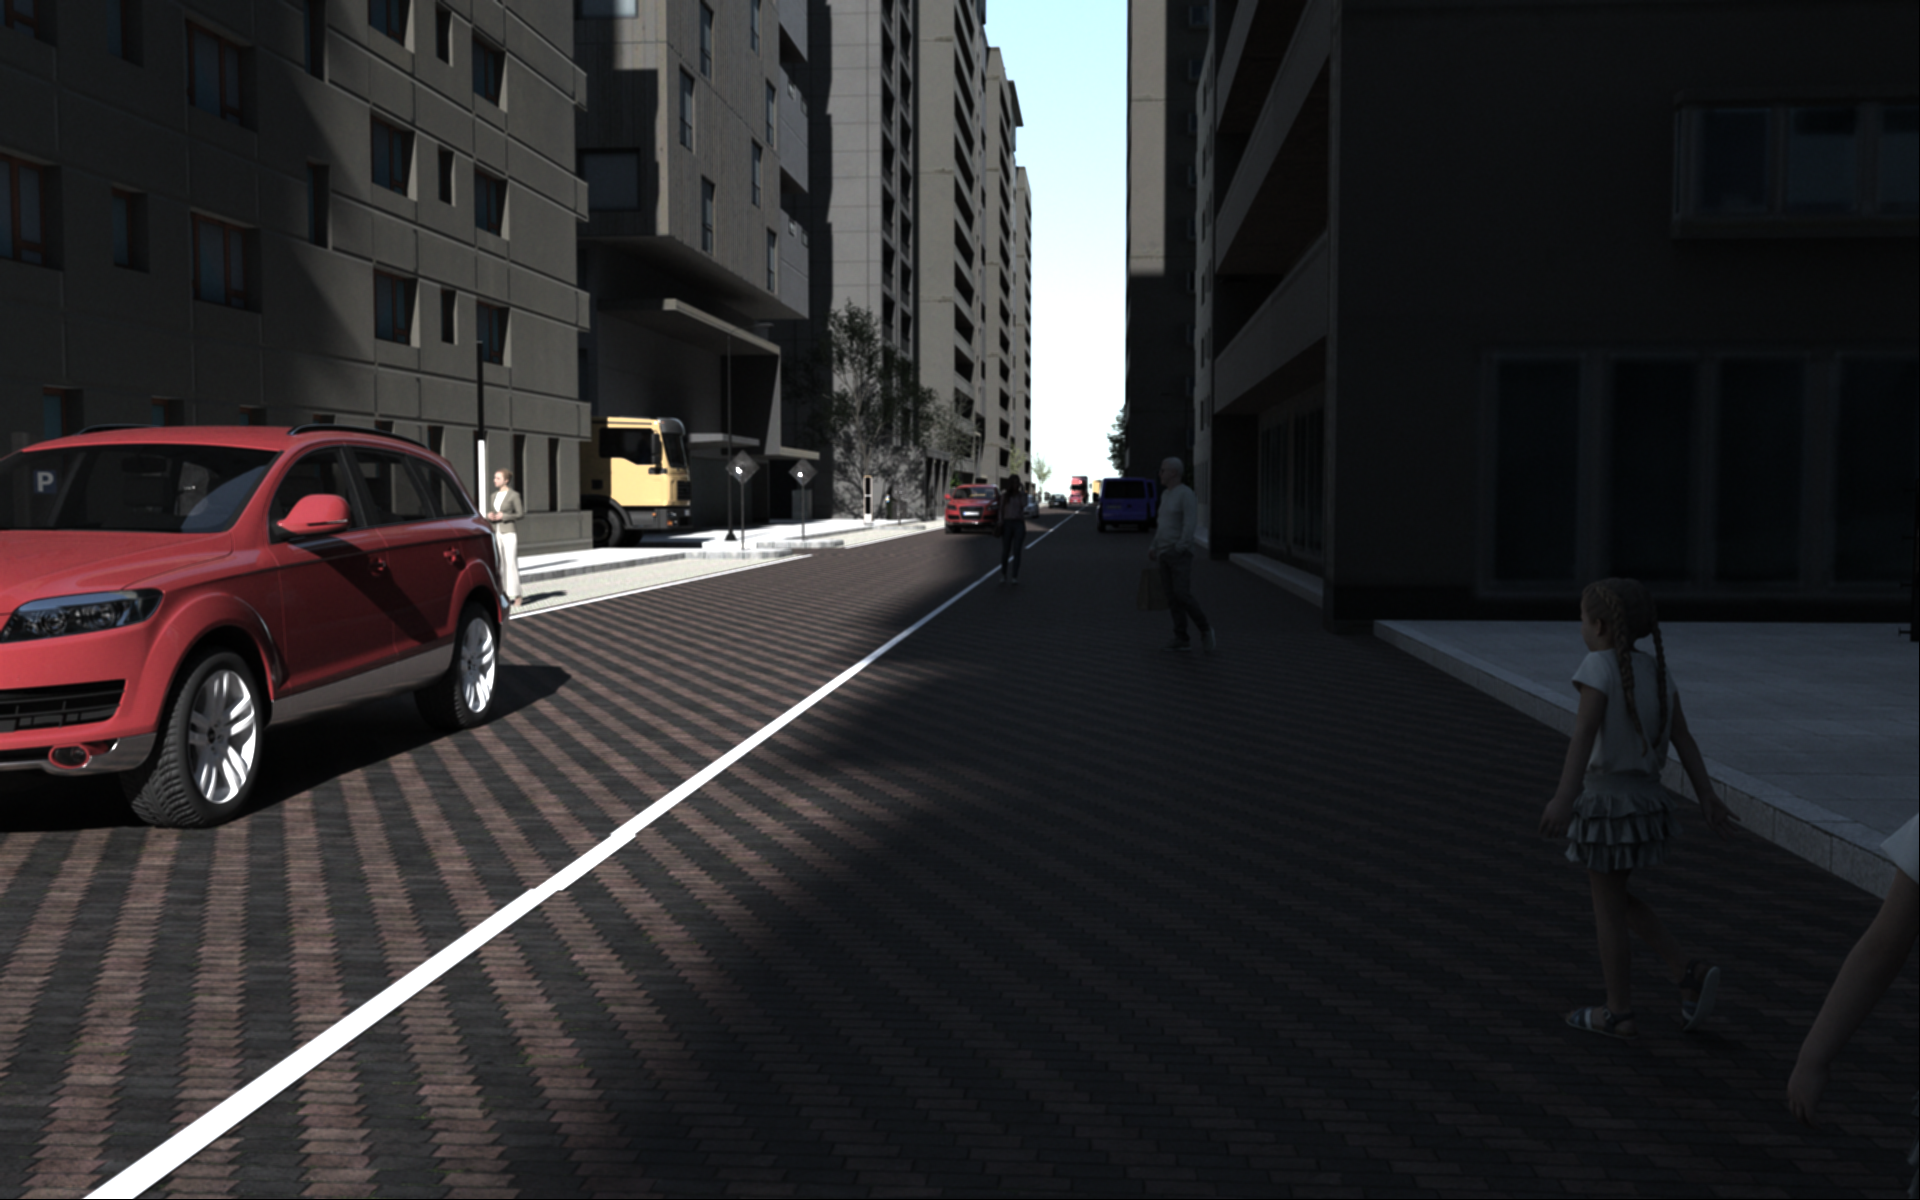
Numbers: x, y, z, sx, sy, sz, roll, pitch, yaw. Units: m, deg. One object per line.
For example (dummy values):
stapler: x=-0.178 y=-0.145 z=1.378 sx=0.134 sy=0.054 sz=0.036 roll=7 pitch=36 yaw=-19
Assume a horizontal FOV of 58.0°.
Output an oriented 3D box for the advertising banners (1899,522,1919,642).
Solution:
advertising banners: x=9.123 y=-1.124 z=14.564 sx=2.074 sy=3.025 sz=0.090 roll=2 pitch=4 yaw=26

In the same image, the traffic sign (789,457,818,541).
traffic sign: x=-4.283 y=-2.670 z=47.302 sx=0.795 sy=2.450 sz=0.064 roll=0 pitch=4 yaw=5

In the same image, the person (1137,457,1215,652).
person: x=1.980 y=-0.424 z=15.924 sx=0.515 sy=1.767 sz=0.782 roll=-1 pitch=4 yaw=-22

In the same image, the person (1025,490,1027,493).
person: x=6.710 y=-10.268 z=176.343 sx=1.348 sy=1.831 sz=0.705 roll=-3 pitch=4 yaw=-38

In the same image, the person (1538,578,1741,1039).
person: x=1.744 y=0.550 z=4.515 sx=0.505 sy=1.210 sz=0.382 roll=-3 pitch=4 yaw=-36

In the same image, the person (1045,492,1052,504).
person: x=13.056 y=-14.915 z=253.176 sx=1.217 sy=1.723 sz=0.721 roll=1 pitch=4 yaw=23

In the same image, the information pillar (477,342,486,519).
information pillar: x=-7.444 y=-2.178 z=26.960 sx=0.183 sy=3.616 sz=0.504 roll=-1 pitch=4 yaw=-14

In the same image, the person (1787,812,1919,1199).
person: x=1.362 y=0.689 z=2.256 sx=0.505 sy=1.210 sz=0.382 roll=1 pitch=4 yaw=22

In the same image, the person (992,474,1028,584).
person: x=0.816 y=-1.143 z=27.779 sx=0.593 sy=1.750 sz=0.643 roll=0 pitch=4 yaw=8

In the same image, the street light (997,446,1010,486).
street light: x=4.089 y=-11.822 z=165.829 sx=1.470 sy=5.913 sz=1.316 roll=0 pitch=4 yaw=5

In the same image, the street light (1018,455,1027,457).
street light: x=7.316 y=-14.318 z=206.637 sx=1.470 sy=5.913 sz=1.316 roll=0 pitch=4 yaw=5

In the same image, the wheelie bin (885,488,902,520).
wheelie bin: x=-3.239 y=-4.767 z=85.841 sx=0.693 sy=1.594 sz=0.980 roll=3 pitch=4 yaw=36

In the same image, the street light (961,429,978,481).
street light: x=0.624 y=-9.275 z=124.193 sx=1.470 sy=5.913 sz=1.316 roll=0 pitch=4 yaw=5

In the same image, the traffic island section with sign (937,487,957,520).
traffic island section with sign: x=-0.226 y=-5.407 z=97.034 sx=1.989 sy=1.847 sz=2.006 roll=0 pitch=4 yaw=5

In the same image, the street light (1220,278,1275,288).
street light: x=6.291 y=-3.963 z=37.334 sx=1.470 sy=5.913 sz=1.316 roll=0 pitch=4 yaw=5

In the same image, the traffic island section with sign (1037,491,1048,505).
traffic island section with sign: x=12.821 y=-15.133 z=256.051 sx=1.989 sy=1.847 sz=2.006 roll=0 pitch=4 yaw=5

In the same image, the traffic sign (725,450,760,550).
traffic sign: x=-4.937 y=-2.184 z=39.343 sx=0.795 sy=2.450 sz=0.064 roll=0 pitch=4 yaw=5

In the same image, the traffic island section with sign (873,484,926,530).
traffic island section with sign: x=-2.433 y=-3.764 z=70.169 sx=1.989 sy=1.847 sz=2.006 roll=0 pitch=4 yaw=5

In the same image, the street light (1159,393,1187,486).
street light: x=9.809 y=-6.536 z=79.408 sx=1.470 sy=5.913 sz=1.316 roll=0 pitch=4 yaw=5

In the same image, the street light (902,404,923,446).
street light: x=-2.406 y=-7.138 z=89.252 sx=1.470 sy=5.913 sz=1.316 roll=0 pitch=4 yaw=5

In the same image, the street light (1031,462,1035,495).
street light: x=10.765 y=-16.865 z=248.275 sx=1.470 sy=5.913 sz=1.316 roll=0 pitch=4 yaw=5

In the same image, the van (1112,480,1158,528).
van: x=7.568 y=-4.349 z=75.483 sx=2.240 sy=2.365 sz=5.245 roll=0 pitch=4 yaw=4

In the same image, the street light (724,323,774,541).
street light: x=-5.753 y=-4.573 z=47.307 sx=1.470 sy=5.913 sz=1.316 roll=0 pitch=4 yaw=5

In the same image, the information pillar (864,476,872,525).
information pillar: x=-3.804 y=-4.086 z=71.305 sx=0.304 sy=2.012 sz=0.304 roll=-1 pitch=4 yaw=-9

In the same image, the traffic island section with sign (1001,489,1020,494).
traffic island section with sign: x=3.840 y=-8.439 z=146.598 sx=1.989 sy=1.847 sz=2.006 roll=0 pitch=4 yaw=5

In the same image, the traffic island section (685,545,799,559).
traffic island section: x=-4.961 y=-1.047 z=39.407 sx=2.009 sy=0.180 sz=2.903 roll=0 pitch=4 yaw=5

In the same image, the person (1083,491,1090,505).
person: x=16.474 y=-13.154 z=223.581 sx=1.348 sy=1.822 sz=0.705 roll=3 pitch=4 yaw=36

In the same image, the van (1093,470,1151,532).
van: x=6.250 y=-3.807 z=66.621 sx=2.240 sy=2.365 sz=5.245 roll=0 pitch=4 yaw=3

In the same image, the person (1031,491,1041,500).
person: x=8.512 y=-11.484 z=196.405 sx=1.348 sy=1.807 sz=0.705 roll=-2 pitch=4 yaw=-23

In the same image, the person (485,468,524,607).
person: x=-5.822 y=-0.794 z=22.024 sx=0.519 sy=1.759 sz=0.362 roll=2 pitch=4 yaw=25

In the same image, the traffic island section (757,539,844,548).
traffic island section: x=-4.307 y=-1.534 z=47.365 sx=2.009 sy=0.180 sz=2.903 roll=0 pitch=4 yaw=5
